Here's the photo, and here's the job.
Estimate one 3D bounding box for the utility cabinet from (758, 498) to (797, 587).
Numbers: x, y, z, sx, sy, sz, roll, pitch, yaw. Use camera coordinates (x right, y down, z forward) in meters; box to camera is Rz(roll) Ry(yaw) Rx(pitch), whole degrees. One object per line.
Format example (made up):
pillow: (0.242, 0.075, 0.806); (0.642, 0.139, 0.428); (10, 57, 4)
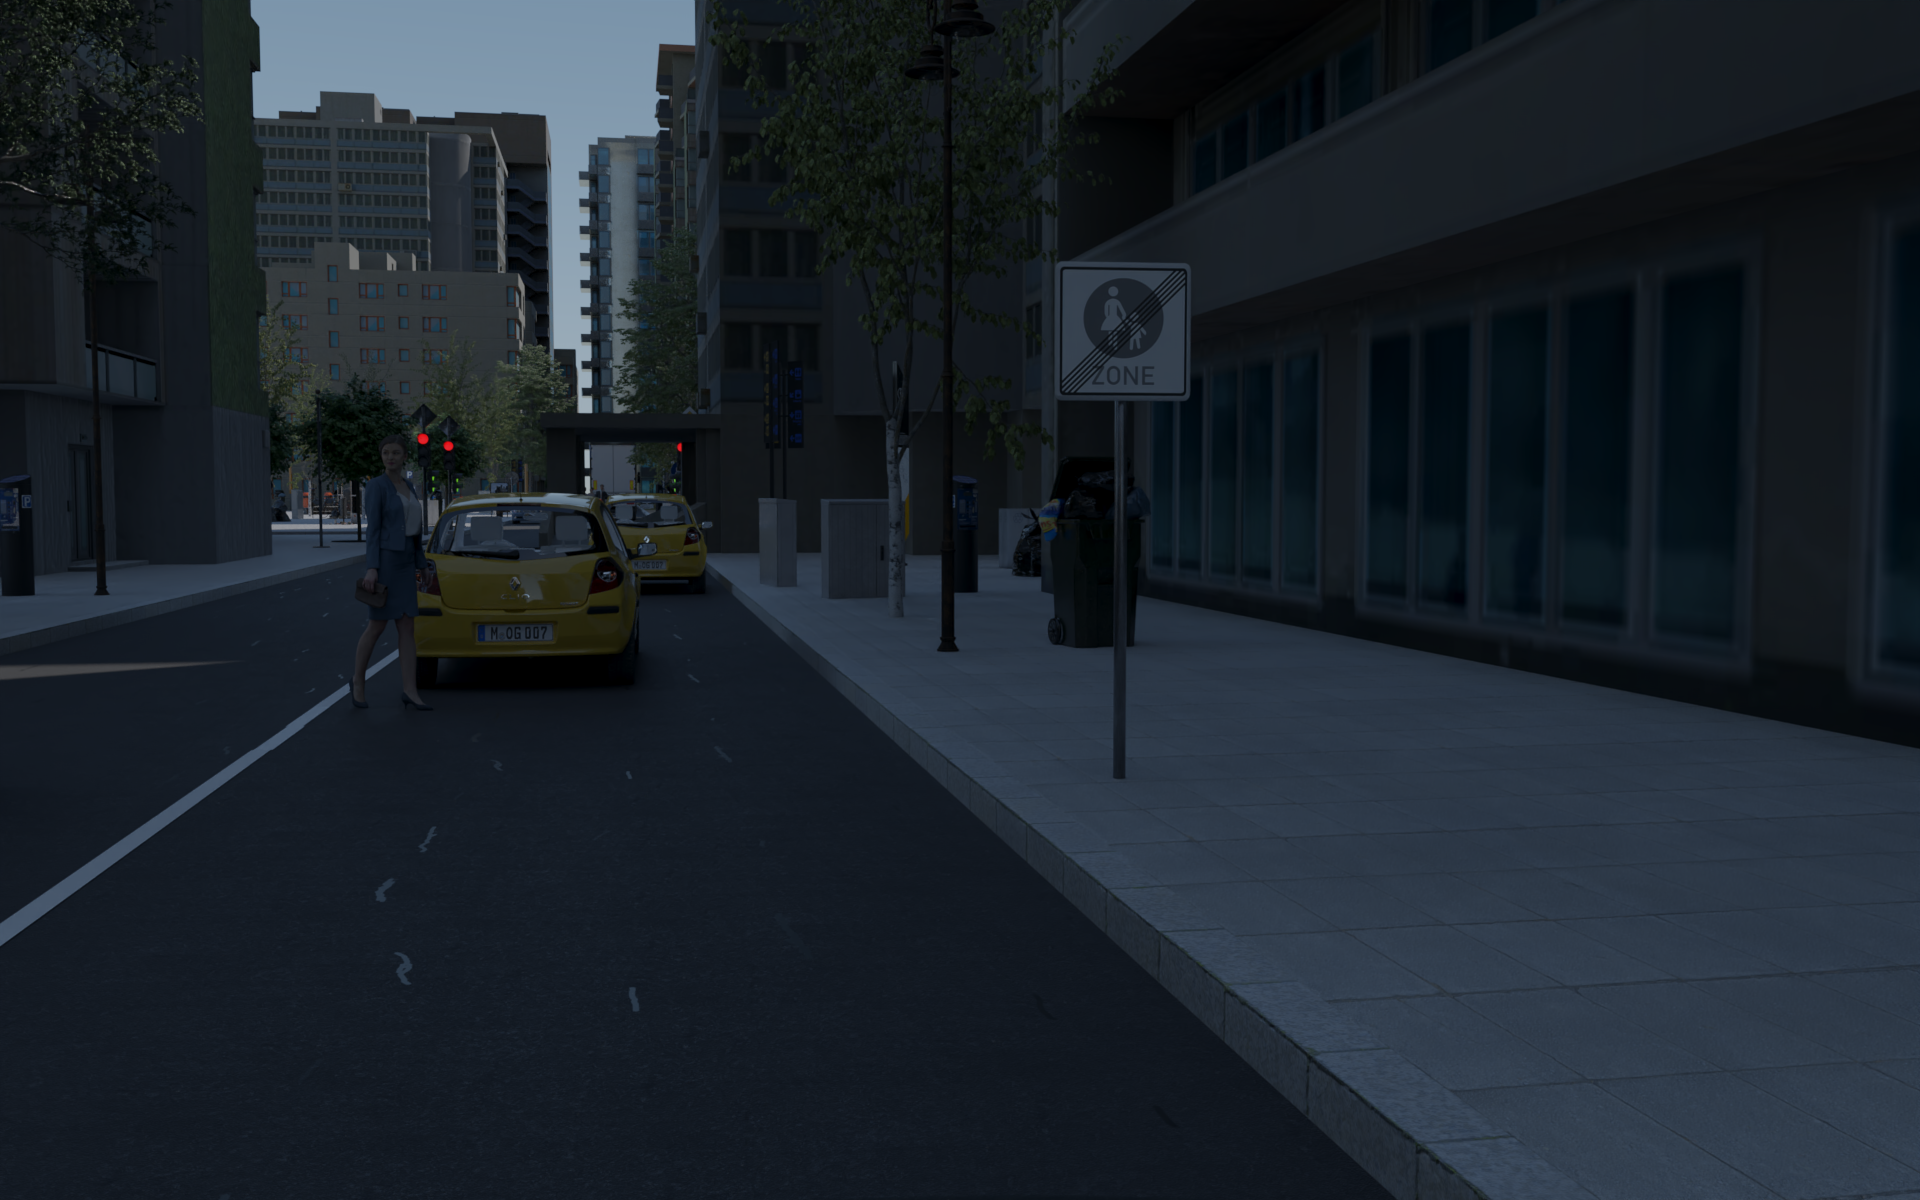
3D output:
utility cabinet: (-2.556, -0.807, 24.350); (0.306, 1.237, 1.020); (-1, 4, -21)

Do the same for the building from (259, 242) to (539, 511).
building: (-50.825, -18.485, 147.274); (27.650, 21.520, 28.899); (-1, 4, -11)

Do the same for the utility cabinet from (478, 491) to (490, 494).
utility cabinet: (-31.686, -6.564, 115.999); (1.173, 1.500, 0.318); (2, 4, 28)

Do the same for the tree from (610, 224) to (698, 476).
tree: (-10.877, -9.487, 73.245); (7.486, 12.596, 7.792); (0, 3, 0)

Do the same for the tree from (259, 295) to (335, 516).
tree: (-25.513, -6.872, 62.724); (4.737, 8.622, 4.395); (0, 3, 0)

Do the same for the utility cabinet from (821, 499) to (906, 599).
utility cabinet: (-1.193, -0.629, 21.454); (1.020, 1.237, 0.306); (-2, 4, -25)

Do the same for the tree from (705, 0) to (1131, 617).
tree: (-0.603, -4.112, 17.602); (4.737, 8.622, 4.395); (0, 3, 0)

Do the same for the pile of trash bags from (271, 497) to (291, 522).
pile of trash bags: (-32.663, -4.312, 80.258); (3.447, 1.369, 1.912); (2, 4, 32)

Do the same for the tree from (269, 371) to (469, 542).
tree: (-16.209, -3.841, 46.509); (4.285, 4.588, 4.351); (0, 3, 0)

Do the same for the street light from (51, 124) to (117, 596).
street light: (-10.888, -2.997, 21.797); (0.468, 5.910, 1.993); (-1, 4, -11)

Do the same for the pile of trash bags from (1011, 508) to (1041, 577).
pile of trash bags: (2.631, -1.068, 27.207); (3.447, 1.369, 1.912); (-1, 4, -21)

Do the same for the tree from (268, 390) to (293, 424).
tree: (-47.016, -10.224, 117.525); (4.360, 8.622, 3.978); (0, 3, 0)

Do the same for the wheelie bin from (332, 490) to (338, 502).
wheelie bin: (-46.787, -7.485, 130.286); (0.693, 1.594, 0.980); (1, 4, 16)

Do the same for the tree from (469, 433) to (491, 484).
tree: (-20.266, -5.157, 68.032); (4.285, 4.588, 4.351); (0, 3, 0)

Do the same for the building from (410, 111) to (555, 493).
building: (-54.389, -33.603, 199.522); (14.200, 45.320, 14.600); (-1, 4, -11)

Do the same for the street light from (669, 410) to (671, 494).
street light: (-15.943, -7.495, 95.337); (0.468, 5.910, 1.993); (-1, 4, -11)

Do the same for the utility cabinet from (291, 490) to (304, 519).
utility cabinet: (-33.963, -4.901, 88.809); (0.318, 1.500, 1.173); (0, 4, -7)

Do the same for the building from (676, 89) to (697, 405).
building: (-13.257, -21.804, 128.191); (14.160, 30.474, 14.107); (-1, 4, -11)

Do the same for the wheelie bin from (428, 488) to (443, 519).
wheelie bin: (-25.261, -4.617, 83.390); (0.693, 1.594, 0.980); (-2, 4, -31)

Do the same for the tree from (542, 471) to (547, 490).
tree: (-44.574, -12.676, 190.973); (4.285, 4.588, 4.351); (0, 3, 0)

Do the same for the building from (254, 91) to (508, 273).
building: (-58.208, -29.375, 172.161); (32.217, 40.220, 23.993); (-1, 4, -11)

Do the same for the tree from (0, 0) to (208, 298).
tree: (-10.293, -4.925, 14.943); (7.601, 10.594, 8.767); (-1, 4, -20)

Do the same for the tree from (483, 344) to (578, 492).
tree: (-32.158, -13.014, 130.913); (7.486, 12.596, 7.792); (0, 3, 0)

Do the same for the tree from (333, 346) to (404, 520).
tree: (-29.858, -8.326, 86.490); (4.360, 8.622, 3.978); (0, 3, 0)

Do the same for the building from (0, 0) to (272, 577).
building: (-20.148, -21.027, 27.391); (14.154, 41.232, 14.086); (-1, 4, -11)

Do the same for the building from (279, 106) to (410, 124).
building: (-68.625, -33.435, 196.779); (14.200, 45.320, 14.600); (-1, 4, -11)

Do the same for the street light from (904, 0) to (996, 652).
street light: (-0.098, -2.519, 13.967); (0.468, 5.910, 1.993); (-1, 4, -11)

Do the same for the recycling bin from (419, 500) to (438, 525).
recycling bin: (-21.899, -3.575, 71.013); (0.722, 1.027, 0.722); (2, 4, 31)

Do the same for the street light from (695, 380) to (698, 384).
street light: (-8.151, -5.028, 54.988); (0.468, 5.910, 1.993); (-1, 4, -11)

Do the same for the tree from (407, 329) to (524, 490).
tree: (-23.024, -7.823, 78.276); (4.737, 8.622, 4.395); (0, 3, 0)

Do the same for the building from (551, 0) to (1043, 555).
building: (5.901, -21.535, 43.975); (32.217, 40.220, 23.993); (-1, 4, -11)

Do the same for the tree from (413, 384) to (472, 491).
tree: (-34.390, -10.112, 115.691); (4.360, 8.622, 3.978); (0, 3, 0)

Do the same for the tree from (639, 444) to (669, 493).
tree: (-19.625, -10.088, 115.297); (4.737, 8.622, 4.395); (0, 3, 0)

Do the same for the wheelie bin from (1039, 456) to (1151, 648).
wheelie bin: (1.176, -0.412, 14.649); (0.980, 1.594, 0.693); (-1, 4, -20)

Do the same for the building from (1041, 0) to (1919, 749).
building: (13.526, -23.813, 13.051); (21.300, 48.544, 21.600); (-1, 4, -11)

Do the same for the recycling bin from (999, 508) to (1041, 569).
recycling bin: (1.098, -1.072, 30.075); (0.722, 1.027, 0.722); (-1, 4, -12)

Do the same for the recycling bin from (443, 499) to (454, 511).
recycling bin: (-25.523, -4.542, 86.821); (0.722, 1.027, 0.722); (-2, 4, -23)

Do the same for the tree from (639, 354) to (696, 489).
tree: (-13.883, -8.284, 85.812); (4.360, 8.622, 3.978); (0, 3, 0)

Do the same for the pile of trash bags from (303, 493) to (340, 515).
pile of trash bags: (-39.877, -5.974, 107.434); (1.912, 1.369, 3.447); (0, 4, 4)

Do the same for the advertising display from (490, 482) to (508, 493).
advertising display: (-25.234, -5.483, 94.863); (0.974, 1.923, 0.123); (-2, 4, -27)

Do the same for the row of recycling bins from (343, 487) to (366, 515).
row of recycling bins: (-37.542, -6.240, 109.140); (1.069, 1.692, 3.534); (1, 4, 16)

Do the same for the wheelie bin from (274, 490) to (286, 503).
wheelie bin: (-51.016, -7.460, 129.871); (0.980, 1.594, 0.693); (1, 4, 9)
